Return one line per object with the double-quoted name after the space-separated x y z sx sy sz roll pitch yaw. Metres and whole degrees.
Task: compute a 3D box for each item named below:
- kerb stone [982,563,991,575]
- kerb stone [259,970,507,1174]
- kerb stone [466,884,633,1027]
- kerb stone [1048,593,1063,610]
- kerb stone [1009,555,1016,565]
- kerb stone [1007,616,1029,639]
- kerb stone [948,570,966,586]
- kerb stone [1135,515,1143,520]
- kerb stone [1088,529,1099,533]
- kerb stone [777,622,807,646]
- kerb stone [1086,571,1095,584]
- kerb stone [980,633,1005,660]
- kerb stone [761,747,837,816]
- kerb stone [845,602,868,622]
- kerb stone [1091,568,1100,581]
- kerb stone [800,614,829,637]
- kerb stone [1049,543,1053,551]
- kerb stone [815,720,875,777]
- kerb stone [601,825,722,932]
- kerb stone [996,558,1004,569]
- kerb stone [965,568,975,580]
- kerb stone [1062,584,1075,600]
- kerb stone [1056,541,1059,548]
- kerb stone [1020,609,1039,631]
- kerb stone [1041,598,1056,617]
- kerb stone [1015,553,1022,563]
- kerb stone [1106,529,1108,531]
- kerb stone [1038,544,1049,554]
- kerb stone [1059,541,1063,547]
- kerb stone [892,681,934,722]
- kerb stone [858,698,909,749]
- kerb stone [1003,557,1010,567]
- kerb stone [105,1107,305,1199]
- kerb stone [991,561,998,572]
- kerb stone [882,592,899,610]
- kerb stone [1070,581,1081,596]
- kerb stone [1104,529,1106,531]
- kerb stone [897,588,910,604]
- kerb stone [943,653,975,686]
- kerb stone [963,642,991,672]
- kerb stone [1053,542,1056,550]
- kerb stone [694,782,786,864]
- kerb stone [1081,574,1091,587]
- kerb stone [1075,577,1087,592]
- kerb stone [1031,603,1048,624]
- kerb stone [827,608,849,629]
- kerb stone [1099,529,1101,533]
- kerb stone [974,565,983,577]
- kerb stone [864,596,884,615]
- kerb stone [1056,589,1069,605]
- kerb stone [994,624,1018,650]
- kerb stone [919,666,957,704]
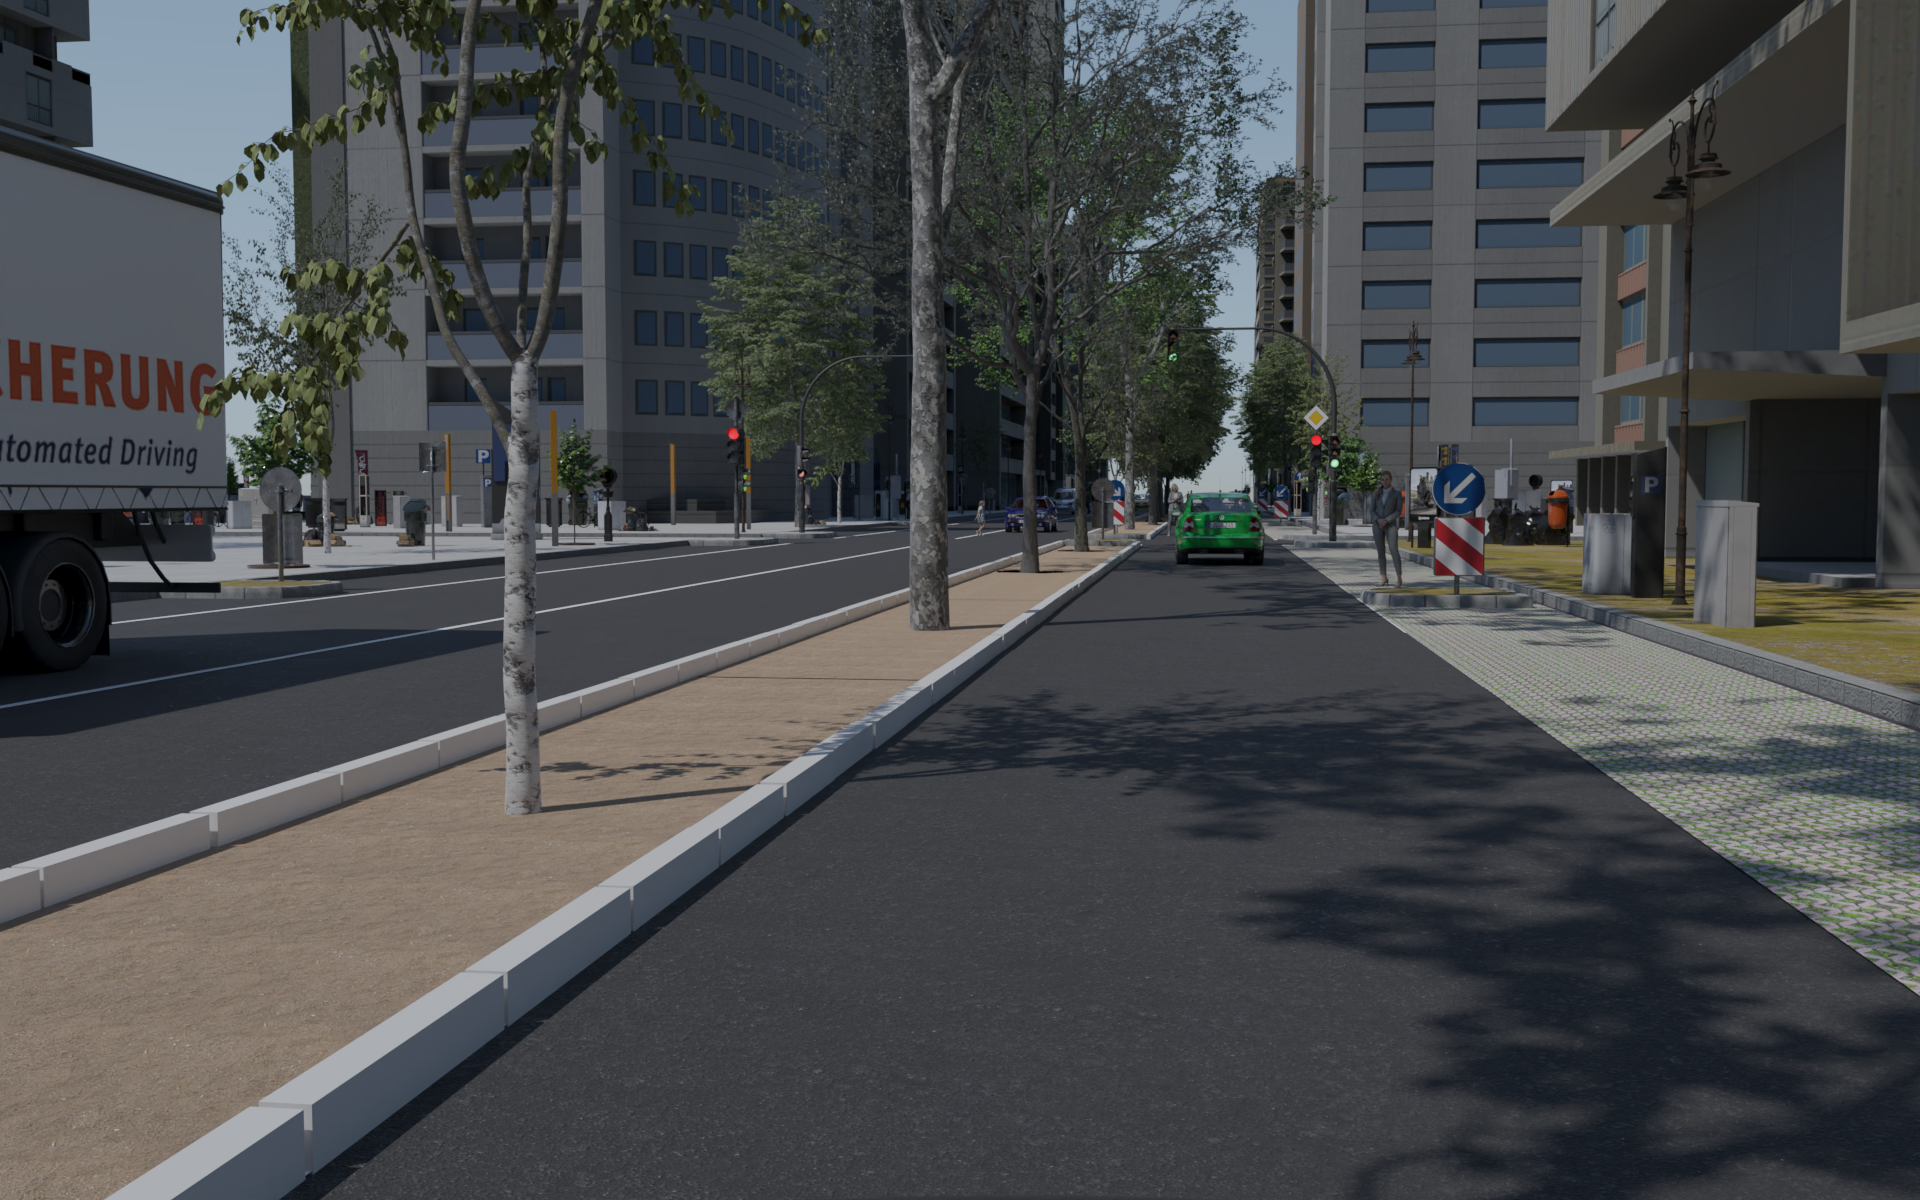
0.384 -0.527 30.828 0.120 0.150 1.000 1 4 8 "kerb stone"
-1.350 1.104 4.145 0.120 0.150 1.000 1 4 8 "kerb stone"
-1.204 1.042 5.157 0.120 0.150 1.000 1 4 8 "kerb stone"
1.134 0.051 21.379 0.120 0.150 1.000 1 4 8 "kerb stone"
0.956 -0.776 34.885 0.120 0.150 1.000 1 4 8 "kerb stone"
0.550 0.298 17.325 0.120 0.150 1.000 1 4 8 "kerb stone"
-0.066 -0.337 27.776 0.120 0.150 1.000 1 4 8 "kerb stone"
10.251 -4.719 99.348 0.120 0.150 1.000 1 4 8 "kerb stone"
4.687 -2.357 60.740 0.120 0.150 1.000 1 4 8 "kerb stone"
-1.669 0.348 16.611 0.120 0.150 1.000 1 4 8 "kerb stone"
2.013 -0.321 27.468 0.120 0.150 1.000 1 4 8 "kerb stone"
0.257 0.427 15.302 0.120 0.150 1.000 1 4 8 "kerb stone"
-0.759 0.856 8.199 0.120 0.150 1.000 1 4 8 "kerb stone"
-1.235 0.155 19.655 0.120 0.150 1.000 1 4 8 "kerb stone"
2.164 -0.380 28.482 0.120 0.150 1.000 1 4 8 "kerb stone"
-1.529 0.283 17.624 0.120 0.150 1.000 1 4 8 "kerb stone"
2.134 -1.273 43.004 0.120 0.150 1.000 1 4 8 "kerb stone"
-0.620 0.794 9.212 0.120 0.150 1.000 1 4 8 "kerb stone"
-1.057 0.980 6.169 0.120 0.150 1.000 1 4 8 "kerb stone"
0.674 -0.647 32.861 0.120 0.150 1.000 1 4 8 "kerb stone"
0.083 -0.404 28.796 0.120 0.150 1.000 1 4 8 "kerb stone"
1.423 -0.074 23.412 0.120 0.150 1.000 1 4 8 "kerb stone"
2.416 -1.389 45.030 0.120 0.150 1.000 1 4 8 "kerb stone"
0.699 0.236 18.337 0.120 0.150 1.000 1 4 8 "kerb stone"
0.994 0.112 20.362 0.120 0.150 1.000 1 4 8 "kerb stone"
1.111 -0.839 35.905 0.120 0.150 1.000 1 4 8 "kerb stone"
5.427 -2.668 65.819 0.120 0.150 1.000 1 4 8 "kerb stone"
1.989 -1.210 41.979 0.120 0.150 1.000 1 4 8 "kerb stone"
2.569 -1.459 46.048 0.120 0.150 1.000 1 4 8 "kerb stone"
-0.322 0.669 11.249 0.120 0.150 1.000 1 4 8 "kerb stone"
-0.463 0.731 10.237 0.120 0.150 1.000 1 4 8 "kerb stone"
0.821 -0.714 33.872 0.120 0.150 1.000 1 4 8 "kerb stone"
-1.498 1.166 3.129 0.120 0.150 1.000 1 4 8 "kerb stone"
0.527 -0.590 31.849 0.120 0.150 1.000 1 4 8 "kerb stone"
-0.939 0.031 21.690 0.120 0.150 1.000 1 4 8 "kerb stone"
1.572 -0.136 24.423 0.120 0.150 1.000 1 4 8 "kerb stone"
5.279 -2.600 64.797 0.120 0.150 1.000 1 4 8 "kerb stone"
-0.789 -0.031 22.701 0.120 0.150 1.000 1 4 8 "kerb stone"
-0.028 0.550 13.273 0.120 0.150 1.000 1 4 8 "kerb stone"
0.116 0.487 14.285 0.120 0.150 1.000 1 4 8 "kerb stone"
2.282 -1.334 44.016 0.120 0.150 1.000 1 4 8 "kerb stone"
-0.911 0.923 7.181 0.120 0.150 1.000 1 4 8 "kerb stone"
1.868 -0.259 26.454 0.120 0.150 1.000 1 4 8 "kerb stone"
1.732 -0.196 25.436 0.120 0.150 1.000 1 4 8 "kerb stone"
0.852 0.174 19.349 0.120 0.150 1.000 1 4 8 "kerb stone"
-1.383 0.224 18.637 0.120 0.150 1.000 1 4 8 "kerb stone"
4.834 -2.420 61.760 0.120 0.150 1.000 1 4 8 "kerb stone"
0.229 -0.463 29.807 0.120 0.150 1.000 1 4 8 "kerb stone"
-1.091 0.093 20.672 0.120 0.150 1.000 1 4 8 "kerb stone"
1.280 -0.010 22.391 0.120 0.150 1.000 1 4 8 "kerb stone"
0.411 0.360 16.312 0.120 0.150 1.000 1 4 8 "kerb stone"
-0.173 0.609 12.261 0.120 0.150 1.000 1 4 8 "kerb stone"
